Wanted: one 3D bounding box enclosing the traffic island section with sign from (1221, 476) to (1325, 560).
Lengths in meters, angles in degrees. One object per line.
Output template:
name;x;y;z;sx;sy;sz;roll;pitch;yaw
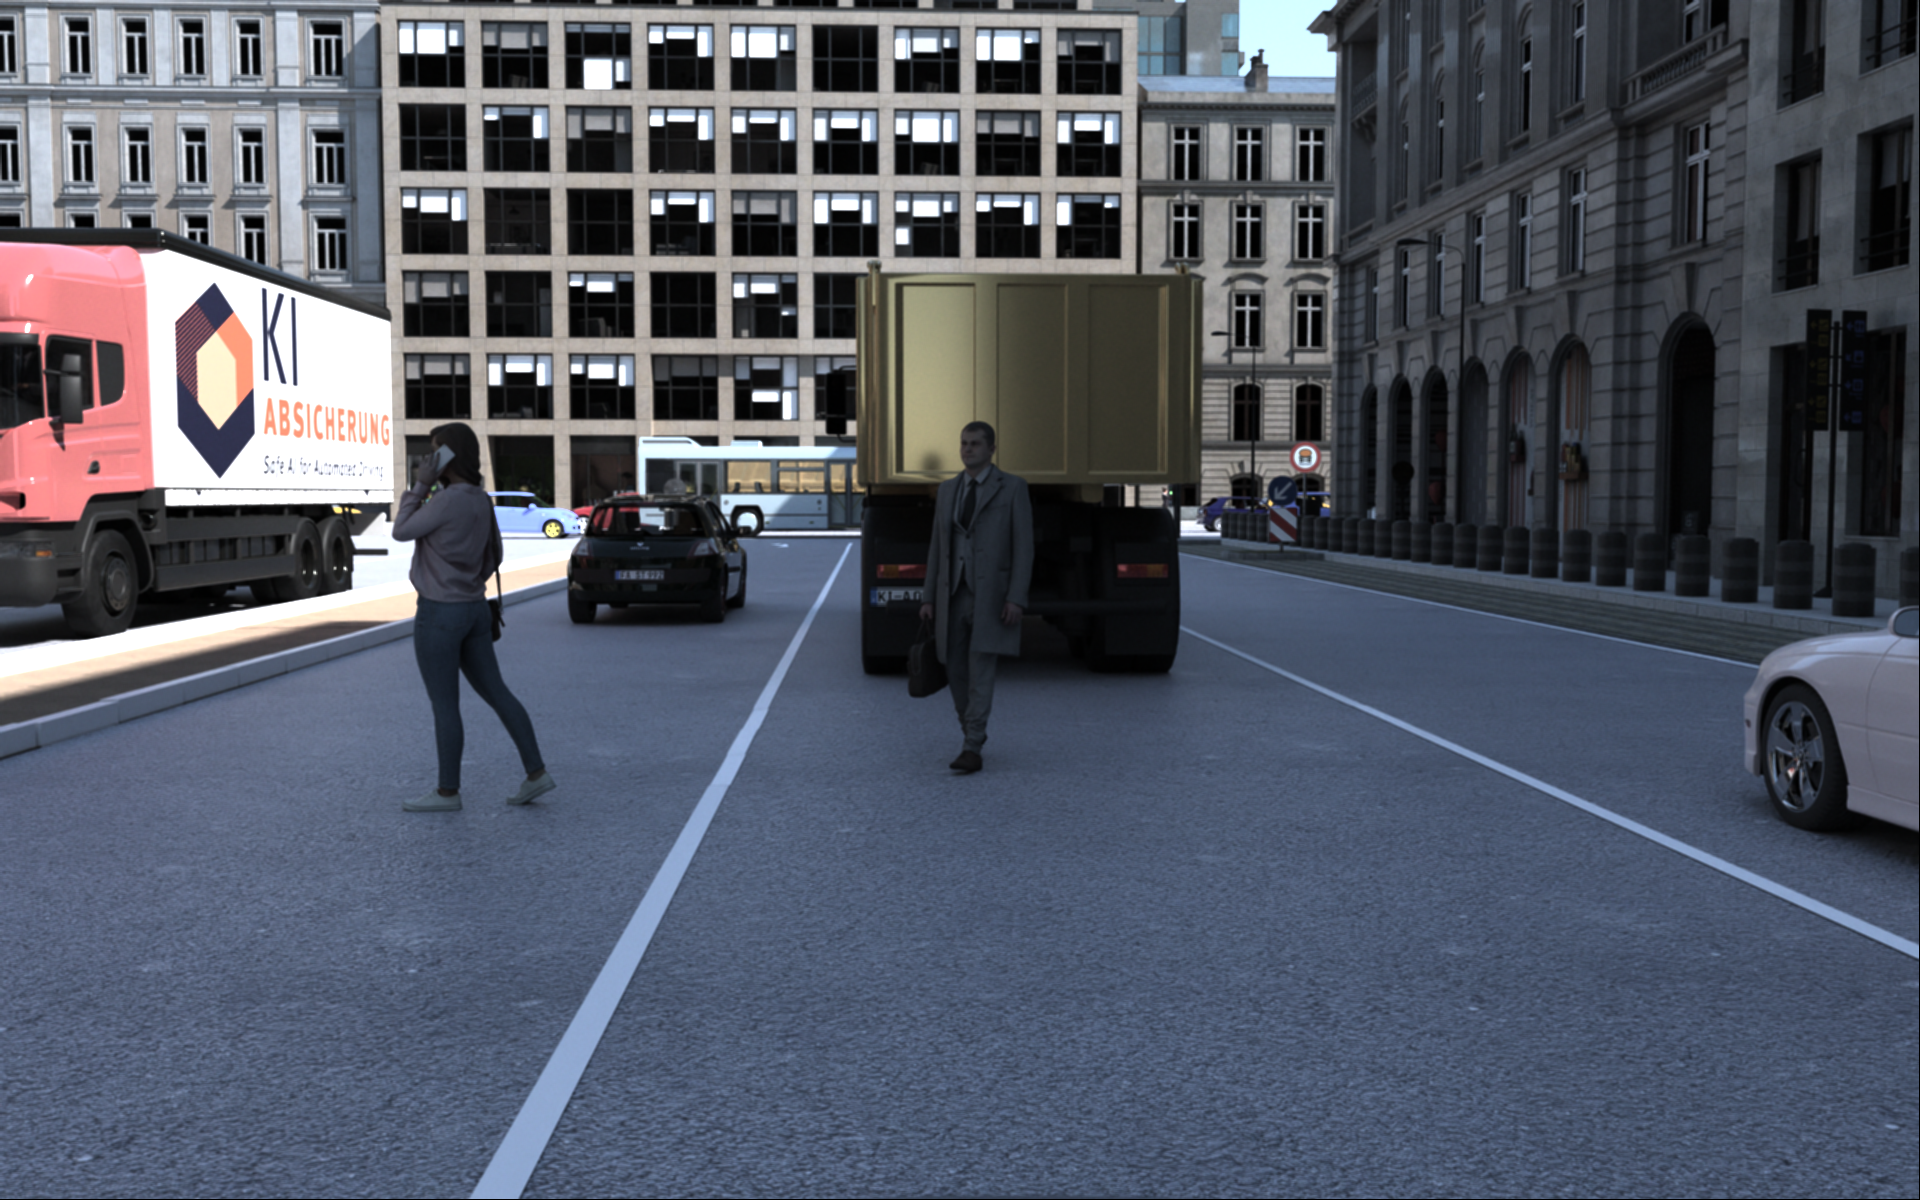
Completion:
traffic island section with sign;6.823;-1.805;38.143;1.989;1.847;2.006;0;4;-3

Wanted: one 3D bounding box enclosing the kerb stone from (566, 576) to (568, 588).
kerb stone;-6.073;-0.273;26.719;0.120;0.150;1.000;0;4;-3

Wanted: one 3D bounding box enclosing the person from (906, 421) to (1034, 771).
person;0.043;-0.031;9.111;0.694;1.812;0.767;2;4;28

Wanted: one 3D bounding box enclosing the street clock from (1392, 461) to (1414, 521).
street clock;9.697;-2.042;37.962;0.471;2.002;0.358;1;4;17

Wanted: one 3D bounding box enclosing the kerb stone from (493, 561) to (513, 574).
kerb stone;-8.413;-0.584;31.747;0.120;0.150;1.000;0;4;-3

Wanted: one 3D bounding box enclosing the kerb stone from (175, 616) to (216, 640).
kerb stone;-7.723;0.297;17.338;0.120;0.150;1.000;0;4;-3

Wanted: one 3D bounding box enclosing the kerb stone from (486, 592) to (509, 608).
kerb stone;-5.824;0.040;21.584;0.120;0.150;1.000;0;4;-3

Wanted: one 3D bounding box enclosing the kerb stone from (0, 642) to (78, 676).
kerb stone;-7.574;0.487;14.245;0.120;0.150;1.000;0;4;-3

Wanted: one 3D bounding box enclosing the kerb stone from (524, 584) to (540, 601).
kerb stone;-5.922;-0.088;23.636;0.120;0.150;1.000;0;4;-3

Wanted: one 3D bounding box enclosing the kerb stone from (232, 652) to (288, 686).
kerb stone;-5.437;0.540;13.364;0.120;0.150;1.000;0;4;-3

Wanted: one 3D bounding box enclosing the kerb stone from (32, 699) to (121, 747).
kerb stone;-5.277;0.739;10.286;0.120;0.150;1.000;0;4;-3

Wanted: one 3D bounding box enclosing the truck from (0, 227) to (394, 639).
truck;-9.641;-1.935;20.551;2.839;4.237;11.283;0;4;-1

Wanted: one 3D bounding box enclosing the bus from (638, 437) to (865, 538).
bus;-3.833;-3.827;57.437;13.247;3.499;2.948;0;4;-5

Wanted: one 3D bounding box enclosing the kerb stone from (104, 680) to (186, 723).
kerb stone;-5.333;0.666;11.311;0.120;0.150;1.000;0;4;-3

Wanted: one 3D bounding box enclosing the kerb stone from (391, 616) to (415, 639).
kerb stone;-5.631;0.289;17.467;0.120;0.150;1.000;0;4;-3

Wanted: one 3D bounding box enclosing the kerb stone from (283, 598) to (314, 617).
kerb stone;-7.870;0.109;20.416;0.120;0.150;1.000;0;4;-3

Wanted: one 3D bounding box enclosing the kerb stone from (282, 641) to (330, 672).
kerb stone;-5.479;0.477;14.391;0.120;0.150;1.000;0;4;-3

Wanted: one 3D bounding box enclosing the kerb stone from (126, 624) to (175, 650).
kerb stone;-7.677;0.360;16.307;0.120;0.150;1.000;0;4;-3

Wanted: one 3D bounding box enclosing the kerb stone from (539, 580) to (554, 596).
kerb stone;-5.973;-0.151;24.661;0.120;0.150;1.000;0;4;-3

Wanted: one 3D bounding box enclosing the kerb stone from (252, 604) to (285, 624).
kerb stone;-7.820;0.180;19.388;0.120;0.150;1.000;0;4;-3

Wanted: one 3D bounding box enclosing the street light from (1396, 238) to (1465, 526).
street light;8.615;-3.614;31.636;1.470;5.913;1.316;0;4;-3

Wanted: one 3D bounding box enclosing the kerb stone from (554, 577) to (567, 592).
kerb stone;-6.019;-0.213;25.694;0.120;0.150;1.000;0;4;-3

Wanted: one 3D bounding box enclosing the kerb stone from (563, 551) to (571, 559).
kerb stone;-8.710;-0.960;37.912;0.120;0.150;1.000;0;4;-3

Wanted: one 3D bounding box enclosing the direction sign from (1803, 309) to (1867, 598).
direction sign;10.784;-1.798;21.400;0.876;3.537;0.379;-1;4;-16

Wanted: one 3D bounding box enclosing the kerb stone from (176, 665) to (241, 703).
kerb stone;-5.387;0.605;12.339;0.120;0.150;1.000;0;4;-3

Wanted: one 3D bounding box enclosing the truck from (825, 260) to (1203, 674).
truck;0.275;-1.319;17.487;3.469;3.379;9.791;0;4;-3

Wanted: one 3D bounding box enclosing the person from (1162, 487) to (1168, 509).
person;9.042;-4.048;75.482;0.445;1.727;0.742;-2;4;-31

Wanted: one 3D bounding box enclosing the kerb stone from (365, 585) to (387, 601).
kerb stone;-8.016;-0.079;23.510;0.120;0.150;1.000;0;4;-3

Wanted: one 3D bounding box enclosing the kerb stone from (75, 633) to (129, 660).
kerb stone;-7.626;0.427;15.273;0.120;0.150;1.000;0;4;-3

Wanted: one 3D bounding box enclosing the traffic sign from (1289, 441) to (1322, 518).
traffic sign;8.321;-2.550;41.804;0.768;2.556;0.104;0;4;7

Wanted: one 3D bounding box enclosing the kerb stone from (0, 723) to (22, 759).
kerb stone;-5.245;0.798;9.259;0.120;0.150;1.000;0;4;-3

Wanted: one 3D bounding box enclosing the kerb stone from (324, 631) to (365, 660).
kerb stone;-5.528;0.417;15.416;0.120;0.150;1.000;0;4;-3

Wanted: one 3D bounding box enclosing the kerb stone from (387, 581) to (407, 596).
kerb stone;-8.068;-0.143;24.546;0.120;0.150;1.000;0;4;-3

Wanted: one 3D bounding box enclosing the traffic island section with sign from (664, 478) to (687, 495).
traffic island section with sign;-8.200;-2.523;49.392;2.006;1.907;1.989;0;4;-3

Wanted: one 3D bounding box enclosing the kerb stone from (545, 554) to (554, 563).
kerb stone;-8.616;-0.836;35.860;0.120;0.150;1.000;0;4;-3

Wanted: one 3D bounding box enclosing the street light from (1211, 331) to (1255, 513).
street light;7.861;-4.714;49.611;1.470;5.913;1.316;0;4;-3

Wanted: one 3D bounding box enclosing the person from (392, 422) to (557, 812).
person;-2.198;0.076;7.855;0.643;1.750;0.593;1;4;12

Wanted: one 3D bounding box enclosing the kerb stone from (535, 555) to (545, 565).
kerb stone;-8.555;-0.773;34.831;0.120;0.150;1.000;0;4;-3

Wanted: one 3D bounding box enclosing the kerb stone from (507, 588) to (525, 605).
kerb stone;-5.877;-0.024;22.609;0.120;0.150;1.000;0;4;-3

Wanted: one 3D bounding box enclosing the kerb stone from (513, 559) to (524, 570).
kerb stone;-8.463;-0.647;32.780;0.120;0.150;1.000;0;4;-3

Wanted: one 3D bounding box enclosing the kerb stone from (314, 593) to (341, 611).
kerb stone;-7.917;0.048;21.445;0.120;0.150;1.000;0;4;-3

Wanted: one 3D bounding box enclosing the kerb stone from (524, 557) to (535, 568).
kerb stone;-8.508;-0.710;33.807;0.120;0.150;1.000;0;4;-3

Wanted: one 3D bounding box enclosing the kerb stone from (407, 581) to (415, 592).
kerb stone;-8.120;-0.203;25.572;0.120;0.150;1.000;0;4;-3

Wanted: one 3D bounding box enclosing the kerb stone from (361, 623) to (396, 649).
kerb stone;-5.576;0.352;16.440;0.120;0.150;1.000;0;4;-3

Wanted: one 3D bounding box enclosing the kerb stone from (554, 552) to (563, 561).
kerb stone;-8.656;-0.897;36.885;0.120;0.150;1.000;0;4;-3

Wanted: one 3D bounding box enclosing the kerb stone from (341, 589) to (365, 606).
kerb stone;-7.969;-0.017;22.479;0.120;0.150;1.000;0;4;-3

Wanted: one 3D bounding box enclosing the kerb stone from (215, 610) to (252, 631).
kerb stone;-7.779;0.234;18.362;0.120;0.150;1.000;0;4;-3
